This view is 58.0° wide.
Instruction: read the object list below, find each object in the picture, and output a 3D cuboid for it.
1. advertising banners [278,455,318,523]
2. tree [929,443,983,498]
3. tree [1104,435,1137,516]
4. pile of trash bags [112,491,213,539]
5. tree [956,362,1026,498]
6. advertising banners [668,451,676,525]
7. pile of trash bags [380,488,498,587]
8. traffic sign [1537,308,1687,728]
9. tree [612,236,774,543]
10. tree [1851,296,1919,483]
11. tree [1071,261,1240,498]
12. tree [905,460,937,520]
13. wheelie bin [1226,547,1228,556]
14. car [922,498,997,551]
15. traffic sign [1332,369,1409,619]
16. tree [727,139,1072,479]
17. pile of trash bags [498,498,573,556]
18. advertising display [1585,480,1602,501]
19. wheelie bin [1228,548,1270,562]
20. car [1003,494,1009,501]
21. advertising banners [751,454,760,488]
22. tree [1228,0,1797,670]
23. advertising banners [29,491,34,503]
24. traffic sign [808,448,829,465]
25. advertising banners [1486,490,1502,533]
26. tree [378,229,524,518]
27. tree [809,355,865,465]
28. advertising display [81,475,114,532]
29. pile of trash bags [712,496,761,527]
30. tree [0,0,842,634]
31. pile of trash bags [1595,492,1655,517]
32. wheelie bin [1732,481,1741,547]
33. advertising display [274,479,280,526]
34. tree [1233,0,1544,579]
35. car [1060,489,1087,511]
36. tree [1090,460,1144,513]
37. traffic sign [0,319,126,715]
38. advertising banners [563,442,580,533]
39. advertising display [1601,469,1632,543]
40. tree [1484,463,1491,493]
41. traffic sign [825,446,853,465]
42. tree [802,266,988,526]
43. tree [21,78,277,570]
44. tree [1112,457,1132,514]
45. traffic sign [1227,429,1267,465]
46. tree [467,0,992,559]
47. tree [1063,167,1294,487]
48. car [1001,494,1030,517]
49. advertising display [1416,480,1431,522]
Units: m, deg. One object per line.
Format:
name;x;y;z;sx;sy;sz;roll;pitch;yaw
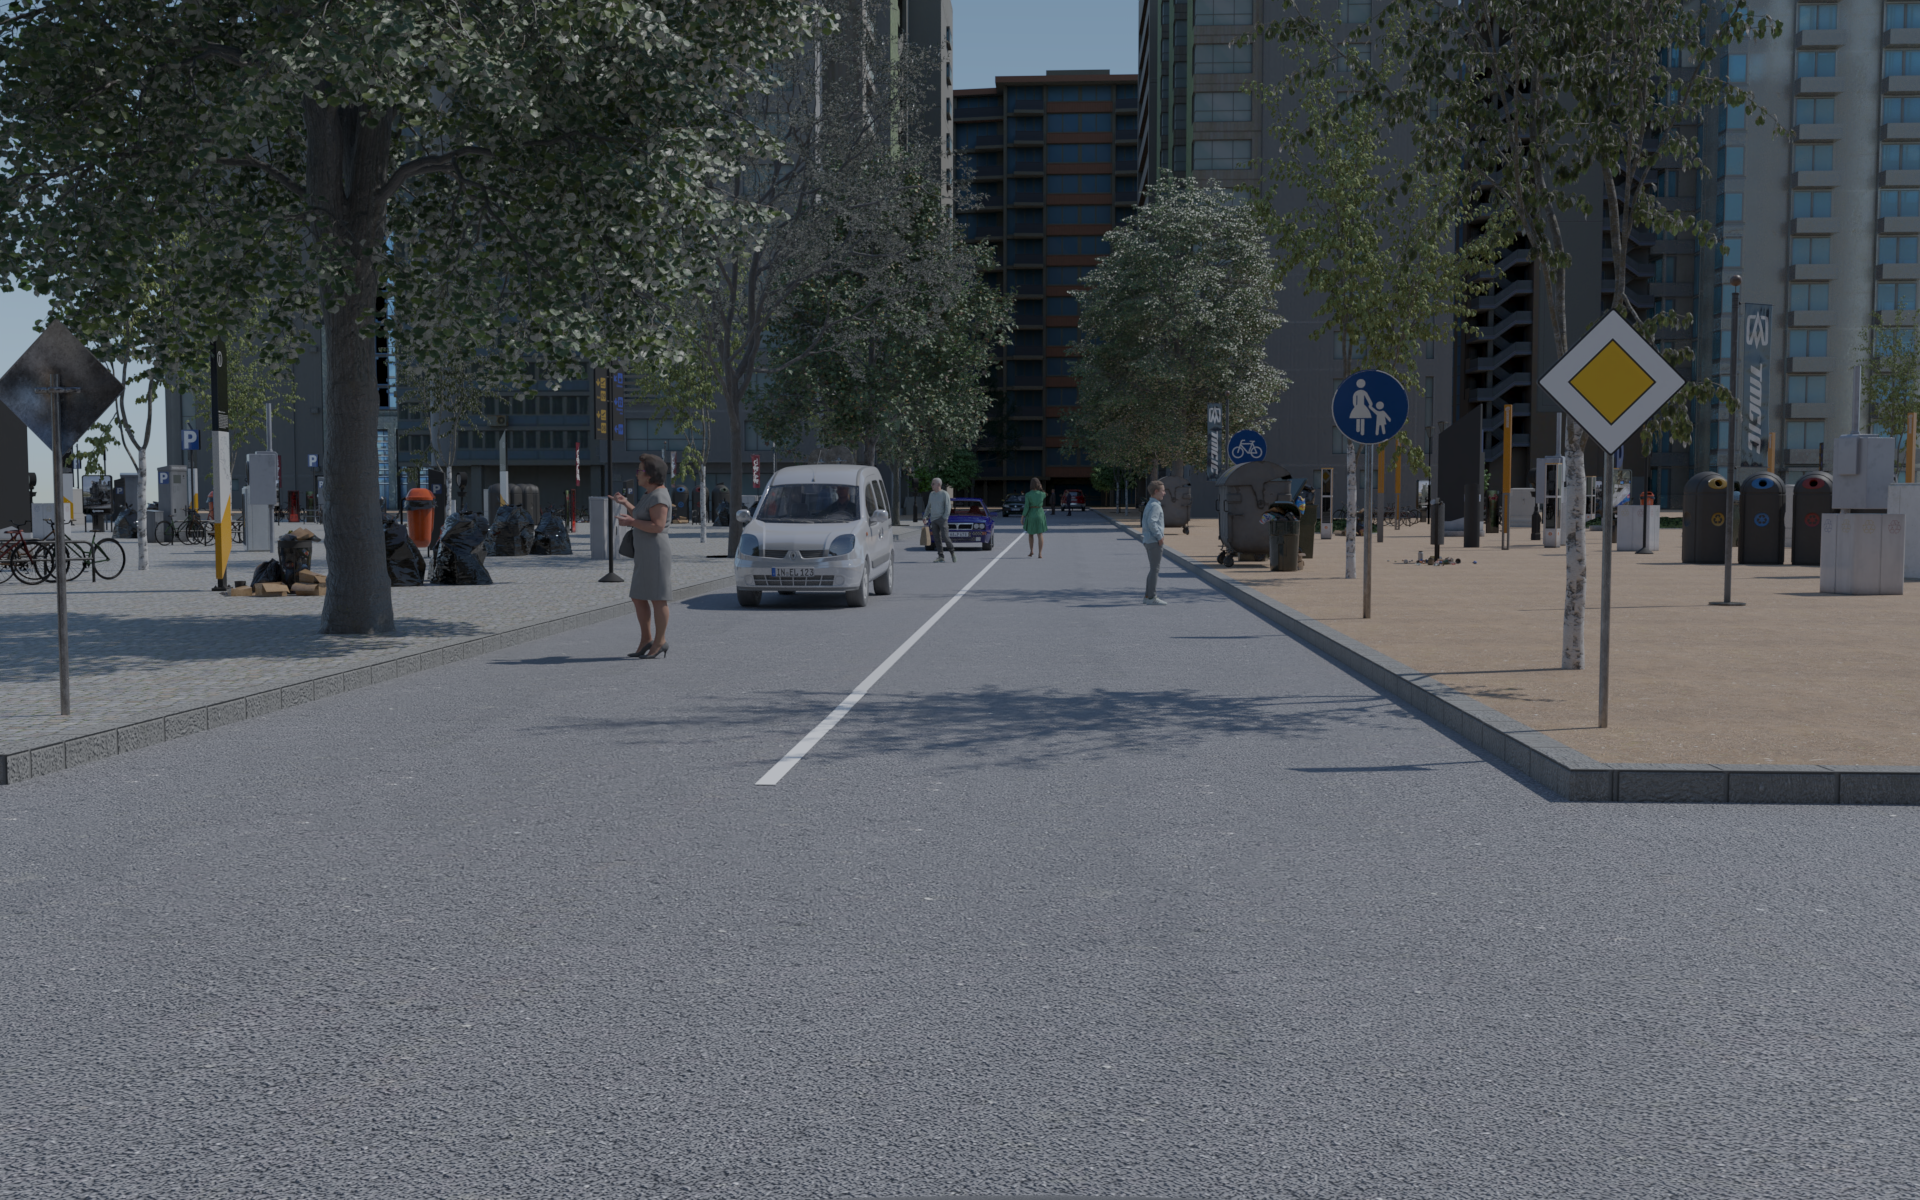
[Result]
advertising banners;-29.998;-5.004;78.009;2.074;3.025;0.090;-1;4;-13
tree;-0.223;-7.183;101.149;4.285;4.588;4.351;0;3;0
tree;9.515;-9.193;100.670;4.737;8.622;4.395;0;3;0
pile of trash bags;-23.135;-2.538;51.250;1.912;1.369;3.447;2;4;27
tree;1.116;-11.303;119.214;7.601;10.594;8.767;0;4;8
advertising banners;-12.139;-4.601;71.418;0.090;3.025;2.074;-2;4;-35
pile of trash bags;-7.975;-0.968;25.582;1.912;1.369;3.447;-1;4;-19
traffic sign;3.531;-0.356;9.458;0.795;2.450;0.064;0;4;3
tree;-6.995;-5.808;45.316;4.737;8.622;4.395;0;3;0
tree;35.524;-7.025;65.215;4.737;8.622;4.395;0;3;0
tree;9.285;-10.176;83.378;9.611;12.733;9.660;0;3;0
tree;-1.999;-5.659;87.126;1.663;3.219;1.824;0;3;0
wheelie bin;5.801;-1.703;35.744;0.980;1.594;0.693;-1;4;-14
car;0.008;-1.990;45.121;1.945;1.354;3.894;0;4;2
traffic sign;4.199;-1.082;17.798;0.768;2.556;0.104;1;4;11
tree;-2.873;-8.454;55.225;9.611;12.733;9.660;0;3;0
pile of trash bags;-9.929;-1.611;36.095;1.912;1.369;3.447;3;5;43
advertising display;29.502;-4.628;80.877;0.974;1.923;0.123;2;4;31
wheelie bin;5.590;-1.540;33.084;0.693;1.594;0.980;1;4;18
car;4.075;-7.167;127.398;2.015;1.641;3.980;0;4;2
advertising banners;-8.479;-4.935;76.876;0.090;3.025;2.074;3;5;43
tree;4.303;-3.790;12.327;4.360;8.622;3.978;0;3;0
advertising banners;-38.853;-4.545;70.499;0.090;3.025;2.074;3;5;43
traffic sign;-3.815;-2.902;47.558;0.768;2.556;0.104;1;4;9
advertising banners;16.691;-3.682;56.396;2.074;3.025;0.090;-1;4;-11
tree;-14.051;-5.948;47.609;4.360;8.622;3.978;0;3;0
tree;-5.214;-7.964;80.567;4.737;8.622;4.395;0;3;0
advertising display;-29.009;-3.245;58.275;0.974;1.923;0.123;0;4;-4
pile of trash bags;-8.261;-3.579;68.263;1.912;1.369;3.447;-3;5;-39
tree;-5.523;-6.675;15.793;9.857;13.997;8.962;0;3;0
pile of trash bags;28.549;-4.013;75.369;3.447;1.369;1.912;0;4;-8
wheelie bin;18.623;-2.089;42.070;0.693;1.594;0.980;-3;4;-39
advertising display;-27.978;-3.961;69.971;0.974;1.923;0.123;-3;5;-41
tree;6.117;-4.618;25.873;4.737;8.622;4.395;0;3;0
car;9.450;-8.315;144.626;2.281;1.827;5.304;0;4;4
tree;10.977;-8.237;118.386;4.285;4.588;4.351;0;3;0
traffic sign;-5.196;-0.389;10.001;0.795;2.450;0.064;0;4;3
advertising banners;-12.876;-3.753;57.548;0.090;3.025;2.074;0;4;2
advertising display;17.155;-2.443;45.165;0.974;1.923;0.123;-2;4;-34
tree;22.781;-4.996;76.286;1.663;3.219;1.824;0;3;0
traffic sign;-3.185;-2.779;45.551;0.768;2.556;0.104;1;4;10
tree;-2.678;-8.754;68.884;9.928;11.665;9.643;0;3;0
tree;-13.770;-4.823;29.215;4.737;8.622;4.395;0;3;0
tree;10.357;-9.840;111.242;4.360;8.622;3.978;0;3;0
traffic sign;5.654;-2.084;34.182;0.768;2.556;0.104;0;4;5
tree;-4.472;-7.580;34.299;12.009;13.543;11.850;0;3;0
tree;8.775;-9.946;69.272;9.857;13.997;8.962;0;3;0
car;3.588;-6.051;108.726;2.009;1.686;4.222;0;4;5
advertising display;20.946;-4.467;78.257;0.974;1.923;0.123;-3;5;-40
